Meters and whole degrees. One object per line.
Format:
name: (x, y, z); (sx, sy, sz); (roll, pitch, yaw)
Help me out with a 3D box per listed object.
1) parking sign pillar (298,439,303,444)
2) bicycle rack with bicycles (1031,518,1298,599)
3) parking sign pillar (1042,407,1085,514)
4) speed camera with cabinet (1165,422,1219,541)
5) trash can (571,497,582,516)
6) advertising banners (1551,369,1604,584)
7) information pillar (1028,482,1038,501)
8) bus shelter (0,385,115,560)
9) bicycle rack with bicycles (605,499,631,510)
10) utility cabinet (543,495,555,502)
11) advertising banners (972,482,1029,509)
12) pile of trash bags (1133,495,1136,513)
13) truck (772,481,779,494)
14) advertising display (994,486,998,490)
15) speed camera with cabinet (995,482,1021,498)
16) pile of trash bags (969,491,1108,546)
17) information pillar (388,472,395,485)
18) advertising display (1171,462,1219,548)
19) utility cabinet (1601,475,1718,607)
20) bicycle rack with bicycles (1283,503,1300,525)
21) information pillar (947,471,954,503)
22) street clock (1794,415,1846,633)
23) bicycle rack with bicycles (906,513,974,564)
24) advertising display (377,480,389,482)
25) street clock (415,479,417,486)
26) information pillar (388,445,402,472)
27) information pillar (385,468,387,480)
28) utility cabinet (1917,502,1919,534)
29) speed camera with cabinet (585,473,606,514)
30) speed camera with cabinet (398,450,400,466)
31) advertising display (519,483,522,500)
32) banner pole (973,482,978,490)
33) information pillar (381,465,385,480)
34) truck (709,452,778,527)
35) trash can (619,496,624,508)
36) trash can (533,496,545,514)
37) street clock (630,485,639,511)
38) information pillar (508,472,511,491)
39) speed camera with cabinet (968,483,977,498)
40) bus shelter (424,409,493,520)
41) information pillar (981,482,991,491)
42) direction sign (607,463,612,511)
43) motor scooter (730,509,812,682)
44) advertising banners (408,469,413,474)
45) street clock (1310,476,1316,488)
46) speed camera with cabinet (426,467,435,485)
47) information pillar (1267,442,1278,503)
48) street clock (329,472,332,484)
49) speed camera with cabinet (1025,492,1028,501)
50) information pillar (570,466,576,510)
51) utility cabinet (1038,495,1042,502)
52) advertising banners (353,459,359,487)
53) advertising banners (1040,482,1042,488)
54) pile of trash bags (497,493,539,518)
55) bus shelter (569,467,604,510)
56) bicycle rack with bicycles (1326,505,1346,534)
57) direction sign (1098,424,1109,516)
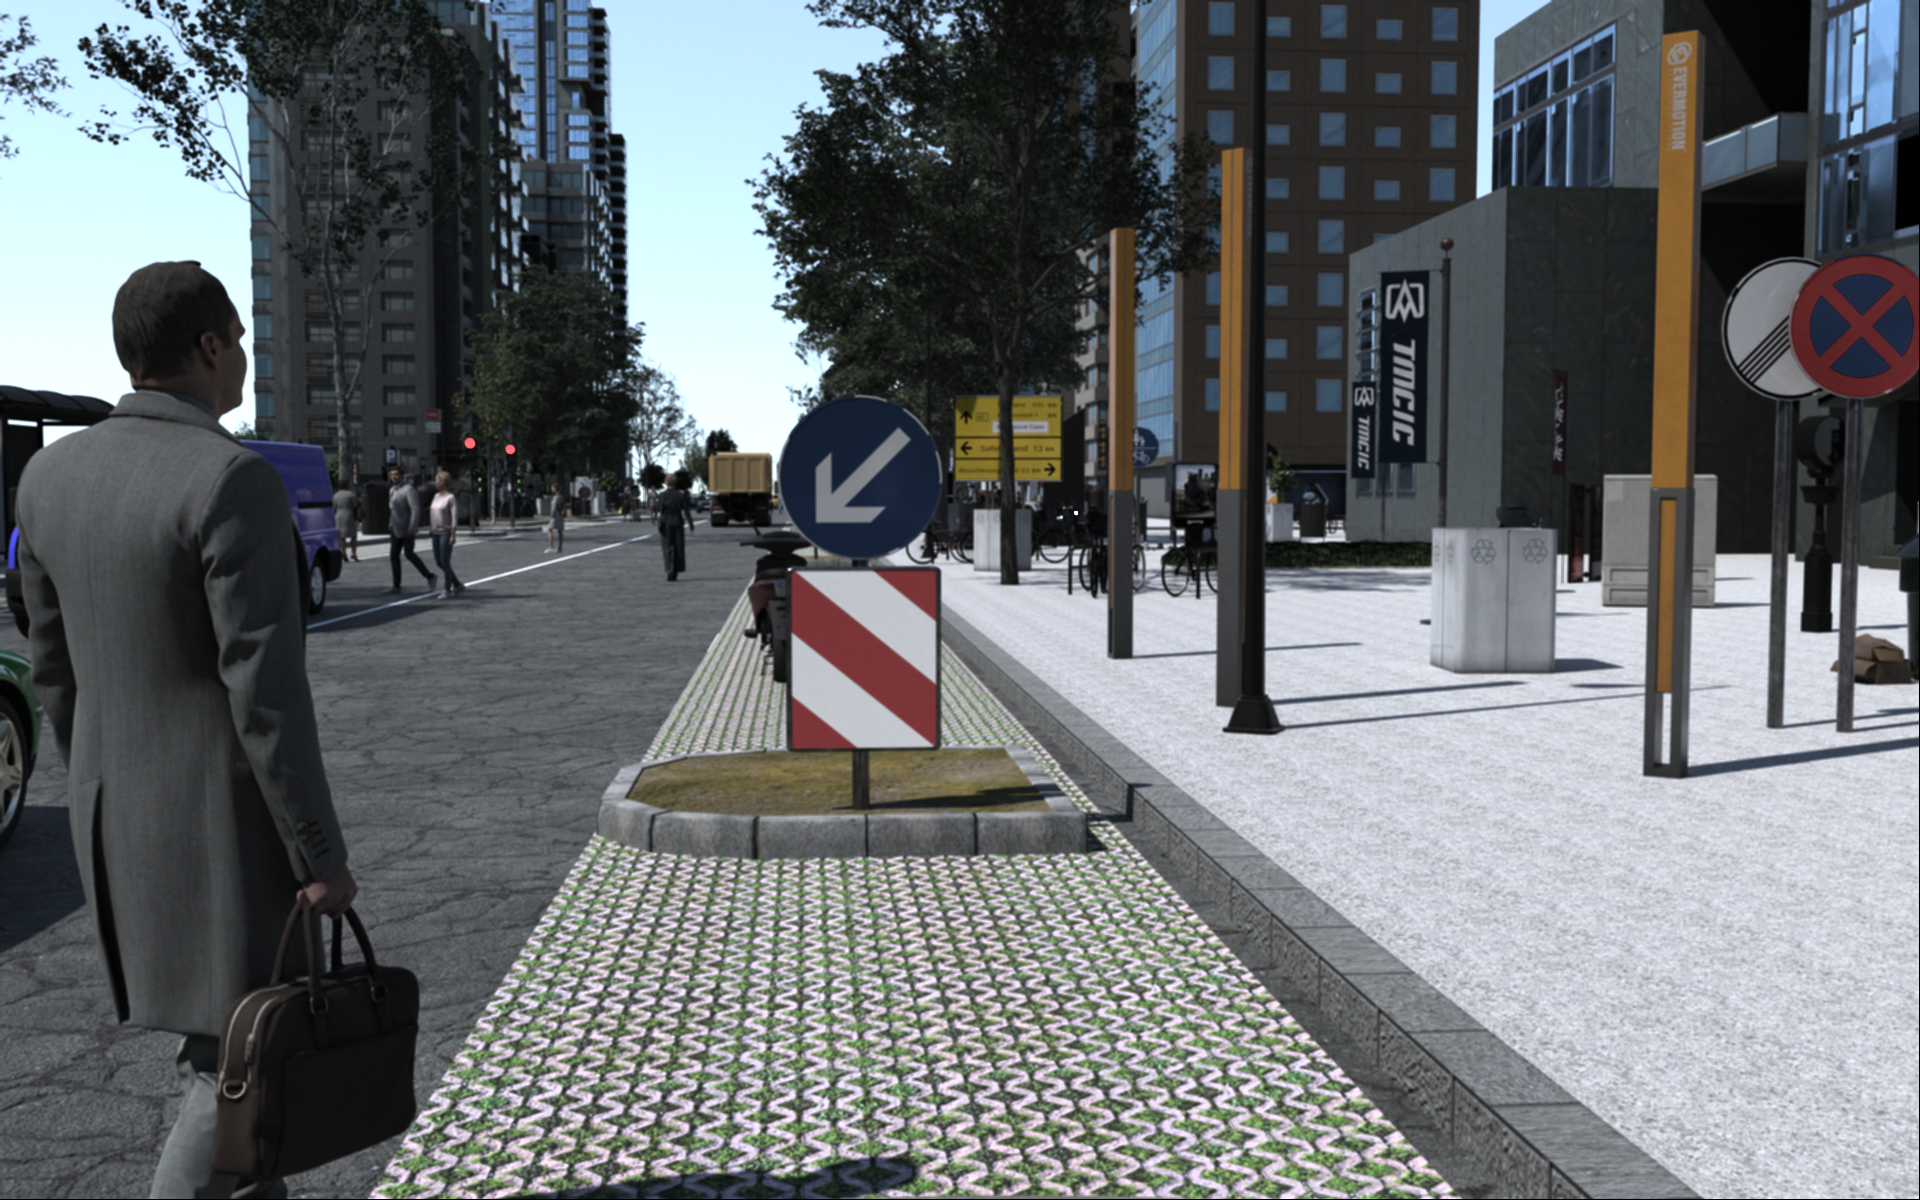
parking sign pillar: (-32.178, -5.918, 85.238); (1.447, 3.967, 1.447); (-1, 4, -10)
bicycle rack with bicycles: (2.417, -0.546, 22.310); (2.852, 0.926, 2.925); (2, 4, 32)
parking sign pillar: (3.227, -4.010, 54.037); (1.447, 3.967, 1.447); (0, 4, 0)
speed camera with cabinet: (6.555, -3.252, 47.504); (0.660, 3.252, 2.038); (-3, 5, -39)
trash can: (-22.383, -5.470, 101.083); (0.748, 1.137, 0.748); (0, 3, 0)
advertising banners: (8.951, -1.766, 25.062); (0.090, 3.025, 2.074); (3, 5, 41)
information pillar: (2.809, -4.636, 67.149); (0.504, 3.616, 0.183); (-3, 5, -41)
bus shelter: (-17.860, -2.395, 33.077); (2.014, 3.302, 5.546); (0, 4, -5)
bicycle rack with bicycles: (-27.307, -7.728, 139.732); (2.852, 0.926, 2.925); (-2, 4, -30)
utility cabinet: (-26.142, -6.056, 110.170); (0.306, 1.237, 1.020); (1, 4, 16)
advertising banners: (1.408, -3.722, 57.040); (2.074, 3.025, 0.090); (1, 4, 18)
pile of trash bags: (3.810, -2.560, 51.606); (3.447, 1.369, 1.912); (-2, 4, -33)
truck: (-26.780, -16.254, 261.669); (3.469, 3.379, 9.791); (0, 4, -7)
advertising display: (2.407, -7.834, 133.301); (0.974, 1.923, 0.123); (0, 4, 0)
speed camera with cabinet: (3.792, -8.669, 136.077); (2.038, 3.252, 0.660); (2, 4, 27)
pile of trash bags: (1.760, -2.101, 44.102); (3.447, 1.369, 1.912); (3, 5, 42)
information pillar: (-18.995, -3.279, 58.106); (0.304, 2.012, 0.304); (-1, 4, -18)
advertising display: (4.793, -1.852, 35.491); (0.974, 1.923, 0.123); (-1, 4, -18)
utility cabinet: (7.925, -0.671, 19.651); (1.173, 1.500, 0.318); (1, 4, 16)
bicycle rack with bicycles: (12.944, -3.521, 70.953); (2.925, 0.926, 2.852); (2, 4, 27)
information pillar: (-0.377, -3.160, 56.161); (0.304, 2.012, 0.304); (-2, 4, -27)
street clock: (7.969, -0.703, 16.057); (0.471, 2.002, 0.358); (-1, 4, -23)
bicycle rack with bicycles: (0.634, -1.168, 32.477); (2.925, 0.926, 2.852); (1, 4, 10)
advertising display: (-27.094, -4.667, 81.525); (0.123, 1.923, 0.974); (1, 4, 20)
street clock: (-23.185, -4.193, 73.121); (0.471, 2.002, 0.358); (1, 4, 19)
information pillar: (-26.545, -5.517, 81.558); (0.504, 3.616, 0.183); (-1, 4, -13)
information pillar: (-37.370, -7.502, 114.016); (0.504, 3.616, 0.183); (-1, 4, -14)
utility cabinet: (11.425, -0.517, 19.611); (0.306, 1.237, 1.020); (-3, 5, -41)
speed camera with cabinet: (-23.093, -7.049, 109.579); (0.660, 3.252, 2.038); (1, 4, 11)
speed camera with cabinet: (-25.219, -5.057, 77.011); (0.660, 3.252, 2.038); (1, 4, 21)
advertising display: (-25.985, -5.905, 101.766); (0.123, 1.923, 0.974); (1, 4, 9)
banner pole: (0.764, -6.210, 91.551); (0.401, 3.779, 0.863); (-3, 5, -40)
information pillar: (-45.650, -8.929, 137.342); (0.183, 3.616, 0.504); (3, 5, 42)
truck: (-9.894, -5.080, 78.981); (3.469, 3.379, 9.791); (0, 4, -5)
trash can: (-24.626, -7.053, 126.963); (0.748, 1.137, 0.748); (0, 3, 0)
trash can: (-25.588, -5.730, 105.346); (0.748, 1.137, 0.748); (0, 3, 0)
street clock: (-25.699, -8.126, 137.432); (0.471, 2.002, 0.358); (-2, 4, -24)
information pillar: (-29.190, -7.429, 112.816); (0.504, 3.616, 0.183); (1, 4, 13)
speed camera with cabinet: (1.384, -8.969, 140.976); (0.660, 3.252, 2.038); (-2, 4, -32)
bus shelter: (-24.296, -6.515, 84.148); (2.179, 5.291, 8.768); (0, 4, -5)
information pillar: (1.068, -4.721, 68.548); (0.504, 3.616, 0.183); (3, 4, 39)
direction sign: (-25.185, -8.106, 124.537); (0.379, 3.537, 0.876); (-2, 4, -32)
motor scooter: (-1.418, -0.063, 13.807); (0.815, 1.314, 1.986); (0, 4, -6)
advertising banners: (-39.365, -7.696, 122.011); (2.074, 3.025, 0.090); (1, 4, 21)
street clock: (14.482, -4.072, 71.147); (0.358, 2.002, 0.471); (1, 4, 12)
speed camera with cabinet: (-38.654, -8.074, 126.339); (0.660, 3.252, 2.038); (-1, 4, -19)
information pillar: (14.025, -5.295, 77.920); (0.504, 3.616, 0.183); (1, 4, 9)
street clock: (-20.864, -3.207, 56.997); (0.358, 2.002, 0.471); (1, 4, 10)
speed camera with cabinet: (4.438, -8.912, 140.046); (2.038, 3.252, 0.660); (-1, 4, -15)
information pillar: (-27.201, -7.975, 121.743); (0.183, 3.616, 0.504); (1, 4, 19)
utility cabinet: (5.090, -5.853, 106.854); (0.306, 1.237, 1.020); (2, 4, 33)
advertising banners: (-29.314, -5.453, 85.341); (2.074, 3.025, 0.090); (3, 4, 37)
advertising banners: (3.091, -4.762, 74.054); (0.090, 3.025, 2.074); (-3, 4, -37)
pile of trash bags: (-24.940, -5.147, 93.900); (3.447, 1.369, 1.912); (-2, 4, -26)
bus shelter: (-28.908, -8.592, 134.409); (2.014, 3.302, 5.546); (0, 4, -5)
bicycle rack with bicycles: (12.922, -2.576, 55.495); (2.852, 0.926, 2.925); (0, 4, -6)
direction sign: (4.756, -3.896, 55.690); (0.379, 3.537, 0.876); (-3, 4, -39)
